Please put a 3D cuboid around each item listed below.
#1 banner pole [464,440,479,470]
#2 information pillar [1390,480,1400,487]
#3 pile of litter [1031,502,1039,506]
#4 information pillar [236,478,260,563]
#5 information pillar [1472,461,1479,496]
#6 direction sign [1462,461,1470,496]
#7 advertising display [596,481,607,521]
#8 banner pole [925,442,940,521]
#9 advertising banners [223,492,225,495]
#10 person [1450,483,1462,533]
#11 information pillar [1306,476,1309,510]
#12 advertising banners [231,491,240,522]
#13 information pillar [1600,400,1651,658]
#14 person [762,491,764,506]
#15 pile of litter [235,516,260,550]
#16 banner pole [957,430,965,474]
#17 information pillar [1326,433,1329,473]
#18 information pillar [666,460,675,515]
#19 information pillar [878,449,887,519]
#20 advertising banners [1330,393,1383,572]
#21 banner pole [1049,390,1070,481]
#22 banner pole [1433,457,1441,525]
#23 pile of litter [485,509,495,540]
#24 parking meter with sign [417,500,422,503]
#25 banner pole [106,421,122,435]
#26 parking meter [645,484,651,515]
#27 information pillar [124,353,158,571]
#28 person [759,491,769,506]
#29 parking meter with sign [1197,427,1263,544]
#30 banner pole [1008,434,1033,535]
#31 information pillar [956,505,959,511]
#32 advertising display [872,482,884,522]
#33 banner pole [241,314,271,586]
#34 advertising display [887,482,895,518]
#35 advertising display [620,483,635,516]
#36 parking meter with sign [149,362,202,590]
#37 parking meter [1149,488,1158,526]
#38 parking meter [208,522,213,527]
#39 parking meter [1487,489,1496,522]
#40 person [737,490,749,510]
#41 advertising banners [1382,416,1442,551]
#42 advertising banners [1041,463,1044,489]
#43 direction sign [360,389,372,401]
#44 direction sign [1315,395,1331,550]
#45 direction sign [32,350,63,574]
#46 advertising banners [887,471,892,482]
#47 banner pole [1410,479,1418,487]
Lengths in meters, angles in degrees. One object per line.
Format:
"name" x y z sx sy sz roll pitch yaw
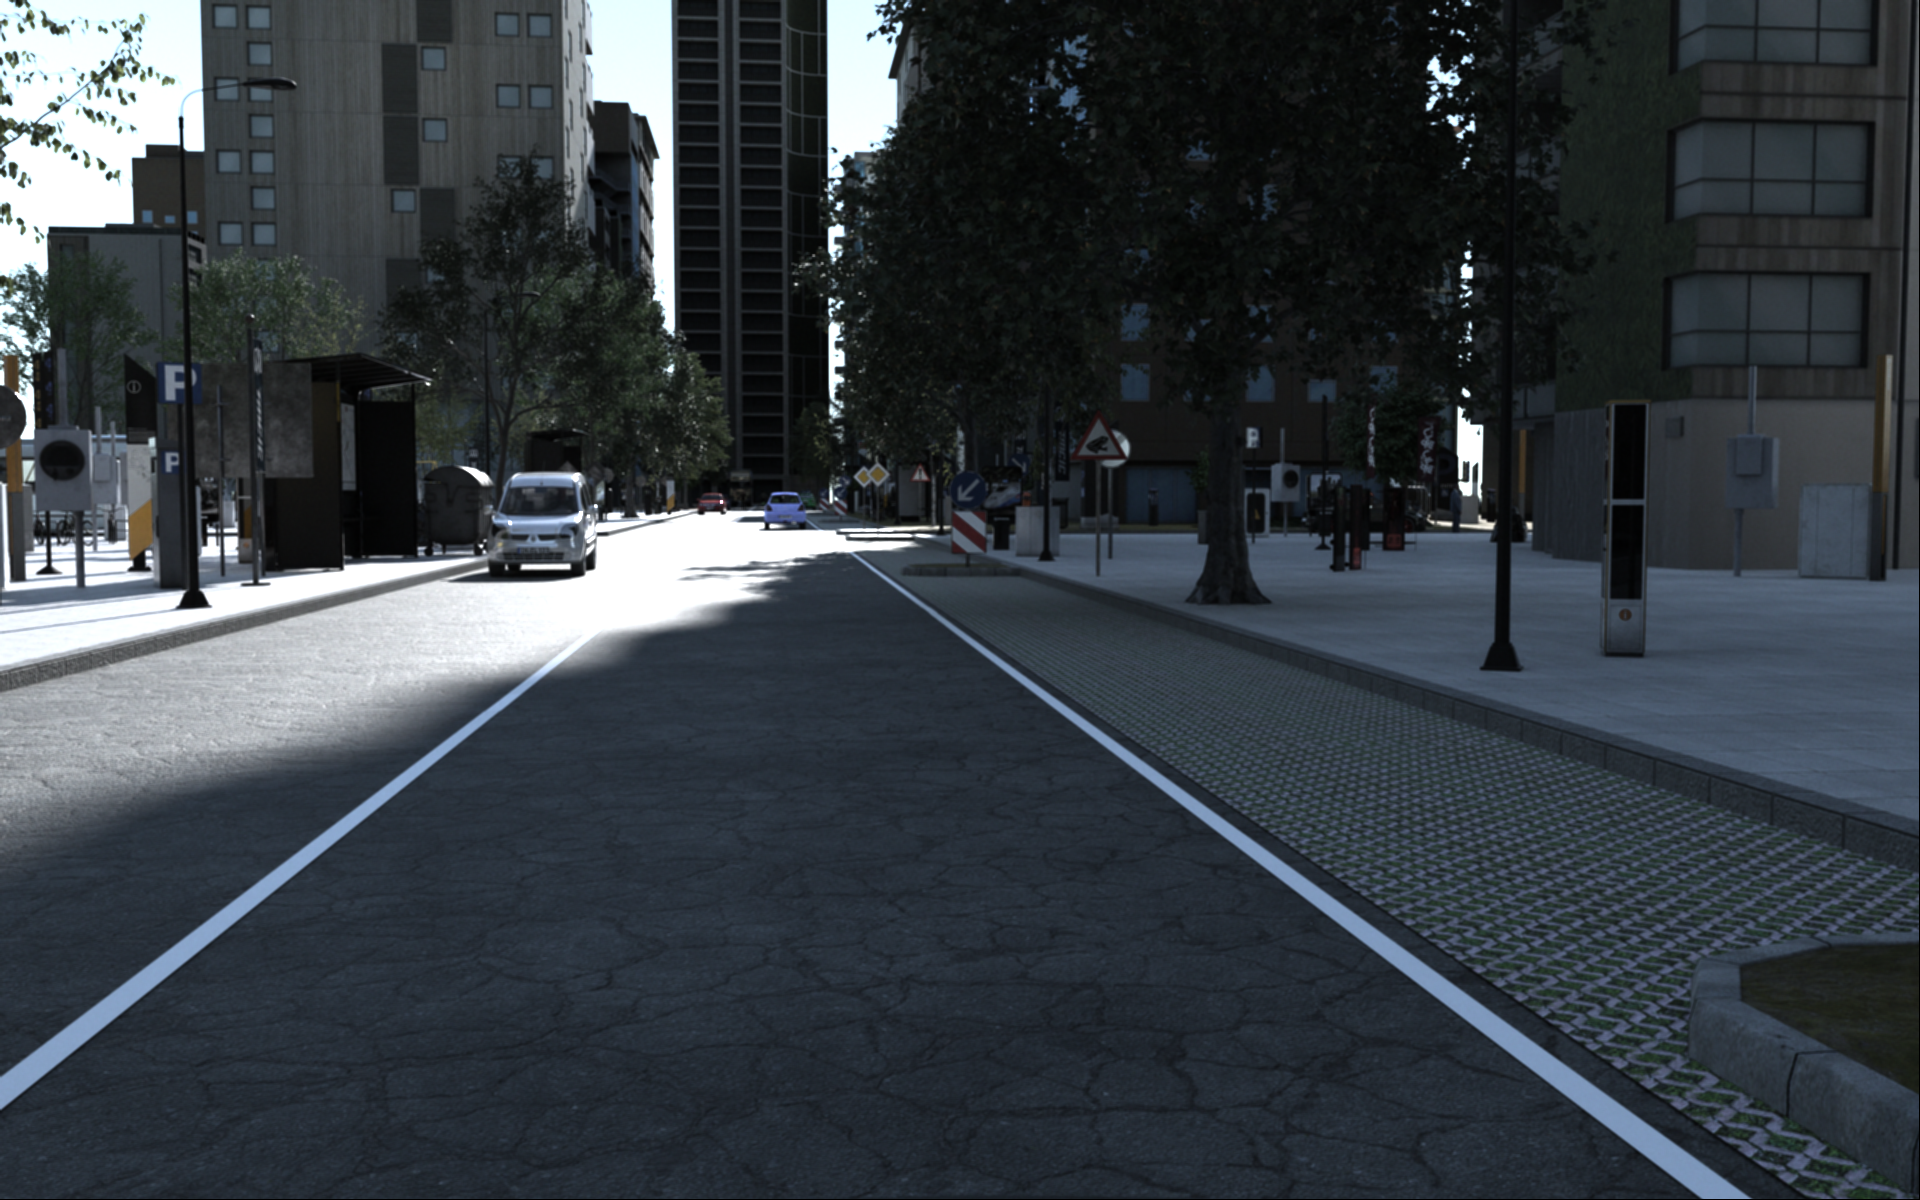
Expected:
"banner pole" -22.717 -5.529 80.413 0.863 3.779 0.401 0 4 -3
"information pillar" 13.934 -3.912 55.323 0.183 3.616 0.504 -2 4 -24
"pile of litter" 4.164 -5.091 97.196 1.719 0.858 1.176 1 4 18
"information pillar" -13.221 -1.691 32.144 0.304 2.012 0.304 0 4 -6
"information pillar" 36.385 -8.010 122.314 0.504 3.616 0.183 -1 4 -13
"direction sign" 34.193 -7.650 117.072 0.876 3.537 0.379 -3 5 -41
"advertising display" -17.168 -4.739 82.696 0.123 1.923 0.974 -3 5 -43
"banner pole" -1.242 -5.655 82.484 0.401 3.779 0.863 -2 4 -24
"advertising banners" -49.840 -7.308 115.673 0.090 3.025 2.074 1 4 18
"person" 16.814 -3.058 58.672 0.419 1.800 0.721 0 4 1
"information pillar" 13.948 -3.930 68.741 0.304 2.012 0.304 -3 4 -36
"advertising banners" -32.430 -4.995 77.849 0.090 3.025 2.074 -3 5 -39
"information pillar" 5.252 -0.562 13.682 0.304 2.012 0.304 1 4 13
"person" -24.052 -12.453 212.066 0.705 1.831 1.348 -1 4 -15
"pile of litter" -16.229 -1.616 40.393 1.176 0.858 1.719 -3 4 -39
"banner pole" 0.148 -3.844 52.864 0.401 3.779 0.863 -3 4 -39
"information pillar" 13.140 -4.332 62.190 0.183 3.616 0.504 0 4 3
"information pillar" -17.729 -7.013 106.015 0.504 3.616 0.183 0 4 5
"information pillar" -4.002 -5.976 89.064 0.504 3.616 0.183 -1 4 -11
"advertising banners" 6.692 -2.024 29.286 0.090 3.025 2.074 2 4 33
"banner pole" 2.291 -3.112 40.903 0.863 3.779 0.401 -3 4 -36
"banner pole" 19.713 -4.999 71.750 0.401 3.779 0.863 1 4 21
"pile of litter" -13.746 -2.146 49.056 1.176 0.858 1.719 2 4 32
"parking meter with sign" -40.918 -8.134 129.246 0.543 3.016 1.738 2 4 27
"banner pole" -29.090 -4.264 59.734 0.863 3.779 0.401 2 4 24
"parking meter" -18.912 -6.069 104.932 0.255 1.863 0.399 1 4 17
"information pillar" -13.636 -2.294 28.868 0.504 3.616 0.183 -1 4 -20
"person" -23.376 -12.089 206.171 1.348 1.823 0.705 1 4 22
"parking meter with sign" 6.939 -2.960 44.650 1.738 3.016 0.543 -2 4 -31
"banner pole" 1.747 -3.945 54.512 0.863 3.779 0.401 2 4 30
"information pillar" -0.257 -6.506 110.868 0.304 2.012 0.304 -2 4 -23
"advertising display" -3.829 -4.617 80.704 0.123 1.923 0.974 2 4 26
"banner pole" -9.925 -2.107 24.460 0.401 3.779 0.863 0 4 -7
"advertising display" -3.611 -5.357 92.796 0.123 1.923 0.974 2 4 35
"advertising display" -19.176 -5.790 99.876 0.123 1.923 0.974 3 5 45
"parking meter with sign" -10.796 -1.680 23.734 0.543 3.016 1.738 -2 4 -33
"parking meter" 7.833 -3.774 70.112 0.372 1.533 0.369 0 3 0
"parking meter" -29.026 -3.602 67.308 0.372 1.533 0.369 0 3 0
"parking meter" 24.138 -4.298 78.679 0.372 1.533 0.369 0 3 0
"person" -19.032 -8.736 151.851 1.217 1.766 0.721 2 4 24
"advertising banners" 9.814 -2.633 39.237 2.074 3.025 0.090 1 4 13
"advertising banners" 5.287 -6.297 99.137 2.074 3.025 0.090 -3 5 -44
"direction sign" -12.318 -2.678 35.777 0.379 3.537 0.876 -3 5 -43
"direction sign" 8.387 -2.930 39.899 0.379 3.537 0.876 1 4 17
"direction sign" -14.614 -2.183 27.693 0.876 3.537 0.379 3 5 44
"advertising banners" -4.627 -8.235 130.821 2.074 3.025 0.090 0 4 -6
"banner pole" 35.800 -8.981 136.860 0.863 3.779 0.401 0 4 4
